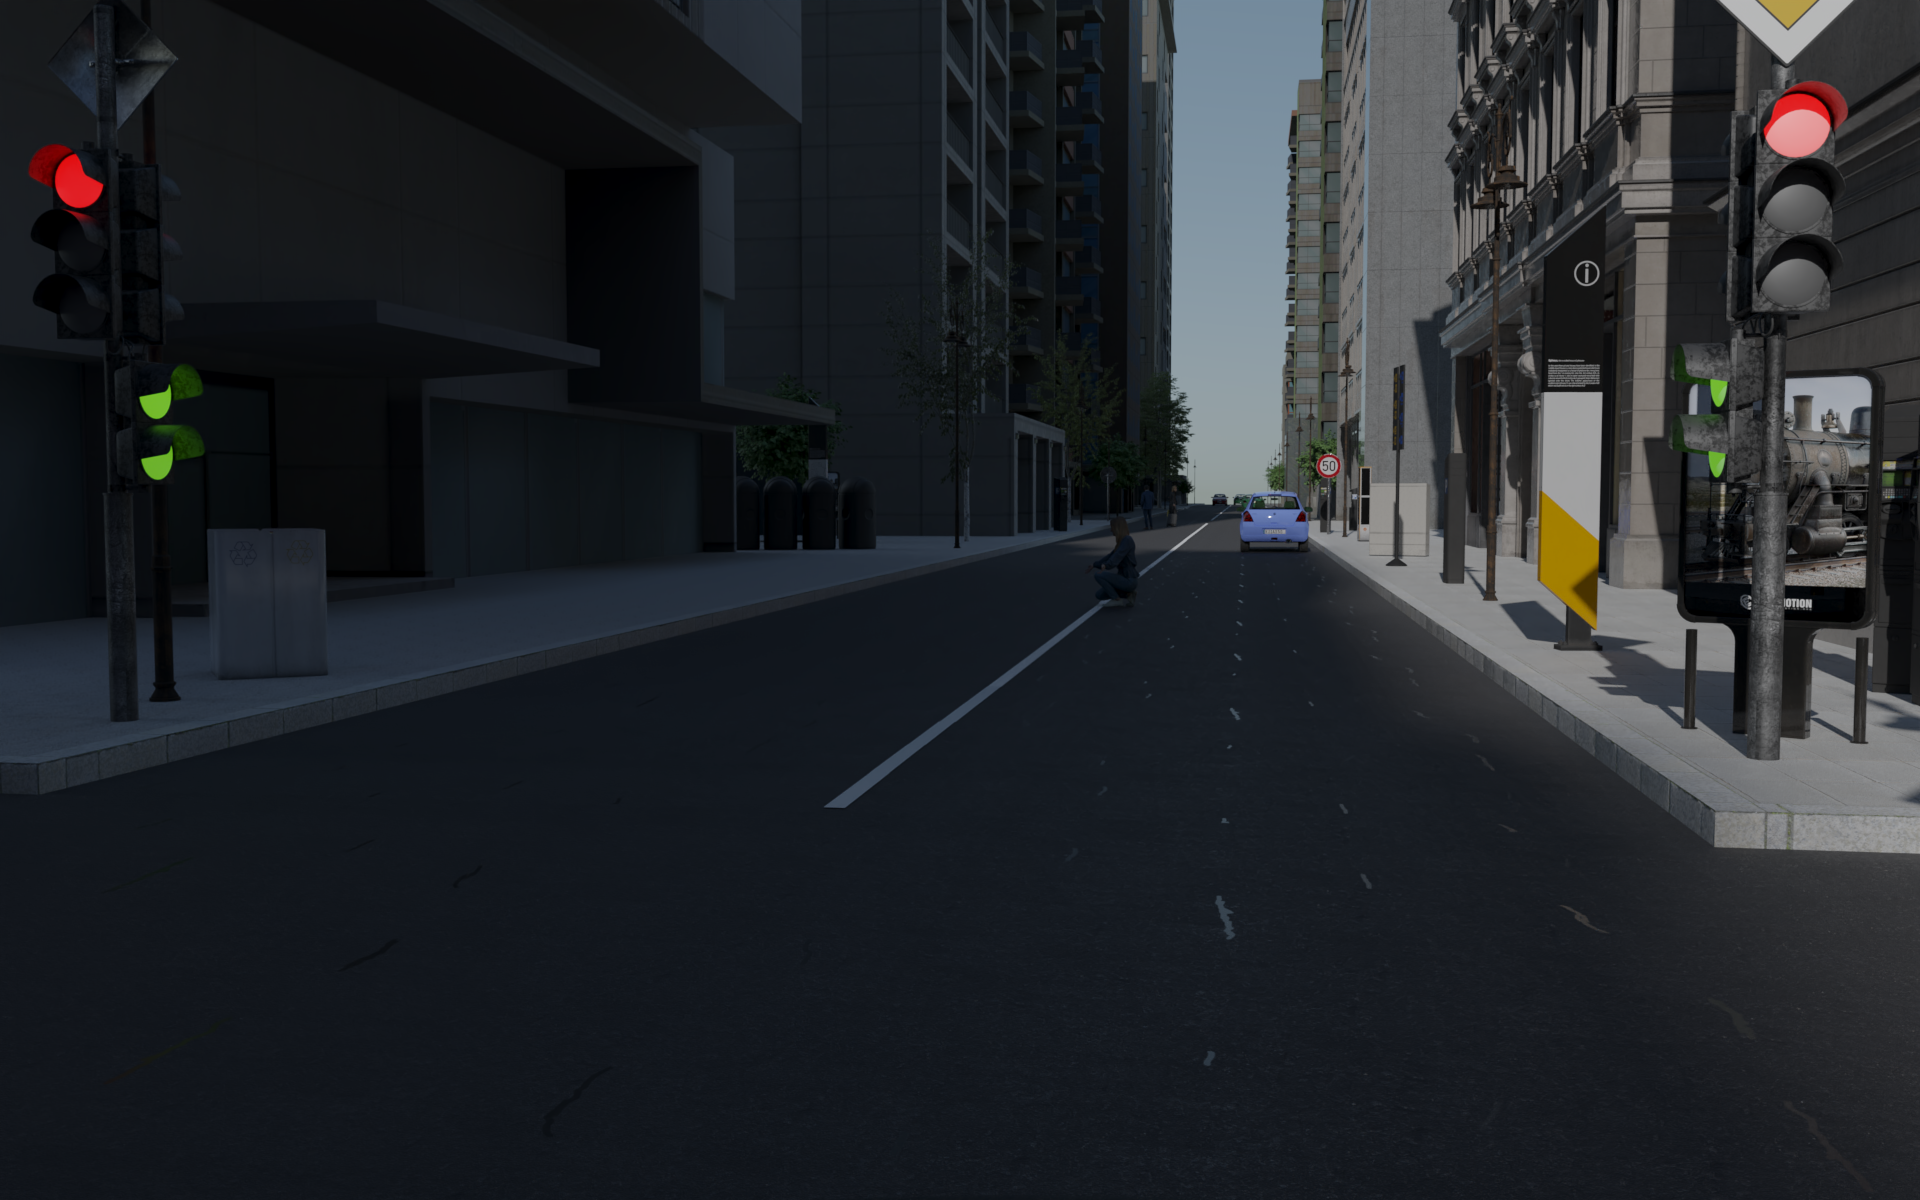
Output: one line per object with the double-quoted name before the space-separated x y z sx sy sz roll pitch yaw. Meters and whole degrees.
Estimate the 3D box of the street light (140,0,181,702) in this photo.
"street light" -4.939 -2.312 10.581 0.468 5.910 1.993 1 4 9

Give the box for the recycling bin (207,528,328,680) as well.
"recycling bin" -4.944 0.012 12.362 0.722 1.027 0.722 -2 4 -28

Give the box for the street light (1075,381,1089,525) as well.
"street light" 4.981 -6.002 70.913 0.468 5.910 1.993 1 4 9

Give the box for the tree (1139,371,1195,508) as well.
"tree" 18.211 -14.796 160.046 7.486 12.596 7.792 0 3 0

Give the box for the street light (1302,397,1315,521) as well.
"street light" 16.458 -6.643 81.393 0.468 5.910 1.993 1 4 9

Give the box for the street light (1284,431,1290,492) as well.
"street light" 24.051 -9.460 127.463 0.468 5.910 1.993 1 4 9

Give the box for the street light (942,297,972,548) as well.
"street light" -0.069 -4.162 40.838 0.468 5.910 1.993 1 4 9

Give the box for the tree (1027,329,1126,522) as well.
"tree" 5.178 -7.809 78.040 4.737 8.622 4.395 0 3 0

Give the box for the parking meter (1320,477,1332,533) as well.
"parking meter" 12.183 -3.180 57.706 0.255 1.863 0.399 2 4 35

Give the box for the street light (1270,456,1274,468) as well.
"street light" 32.396 -12.556 178.080 0.468 5.910 1.993 1 4 9

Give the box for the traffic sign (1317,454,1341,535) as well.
"traffic sign" 11.680 -3.350 54.879 0.768 2.556 0.104 1 4 15

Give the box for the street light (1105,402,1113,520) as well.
"street light" 7.352 -6.896 85.543 0.468 5.910 1.993 1 4 9

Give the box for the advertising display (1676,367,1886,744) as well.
"advertising display" 4.308 -0.240 9.143 0.974 1.923 0.123 3 5 41

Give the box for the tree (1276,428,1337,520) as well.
"tree" 18.402 -6.278 86.360 4.285 4.588 4.351 0 3 0

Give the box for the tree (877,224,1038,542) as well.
"tree" -0.057 -5.887 46.609 4.360 8.622 3.978 0 3 0

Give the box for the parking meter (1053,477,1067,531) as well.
"parking meter" 3.489 -3.354 60.542 0.399 1.863 0.255 2 4 25

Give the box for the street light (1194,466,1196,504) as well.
"street light" 30.982 -15.643 228.553 0.468 5.910 1.993 1 4 9

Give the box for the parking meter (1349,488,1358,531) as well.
"parking meter" 13.825 -3.198 60.693 0.372 1.533 0.369 0 3 0

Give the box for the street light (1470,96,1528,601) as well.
"street light" 6.384 -2.929 20.671 0.468 5.910 1.993 1 4 9

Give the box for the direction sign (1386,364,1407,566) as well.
"direction sign" 7.778 -2.371 30.762 0.379 3.537 0.876 0 4 3

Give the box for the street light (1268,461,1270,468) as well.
"street light" 37.431 -14.408 208.362 0.468 5.910 1.993 1 4 9

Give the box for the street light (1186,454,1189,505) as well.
"street light" 26.014 -13.782 198.122 0.468 5.910 1.993 1 4 9

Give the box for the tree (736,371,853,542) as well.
"tree" -4.564 -3.832 46.374 4.285 4.588 4.351 0 3 0

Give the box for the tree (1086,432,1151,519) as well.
"tree" 8.327 -6.561 90.991 4.285 4.588 4.351 0 3 0

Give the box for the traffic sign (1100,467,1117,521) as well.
"traffic sign" 6.944 -4.958 81.162 0.768 2.556 0.104 1 4 15

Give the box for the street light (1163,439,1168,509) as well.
"street light" 17.279 -10.581 145.788 0.468 5.910 1.993 1 4 9

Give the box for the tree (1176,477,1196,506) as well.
"tree" 24.959 -12.106 192.535 1.663 3.219 1.824 0 3 0

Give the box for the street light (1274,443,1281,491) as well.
"street light" 29.047 -11.300 157.547 0.468 5.910 1.993 1 4 9

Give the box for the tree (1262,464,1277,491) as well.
"tree" 30.441 -11.066 164.636 4.285 4.588 4.351 0 3 0

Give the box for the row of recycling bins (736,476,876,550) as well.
"row of recycling bins" -3.687 -2.017 40.089 3.534 1.692 1.069 -1 4 -14

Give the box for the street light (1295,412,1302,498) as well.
"street light" 19.038 -7.614 97.275 0.468 5.910 1.993 1 4 9

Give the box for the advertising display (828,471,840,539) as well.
"advertising display" -3.902 -2.713 49.574 0.974 1.923 0.123 1 4 16

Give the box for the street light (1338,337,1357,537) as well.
"street light" 11.439 -4.803 51.312 0.468 5.910 1.993 1 4 9

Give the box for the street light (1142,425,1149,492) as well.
"street light" 12.372 -8.739 115.672 0.468 5.910 1.993 1 4 9
